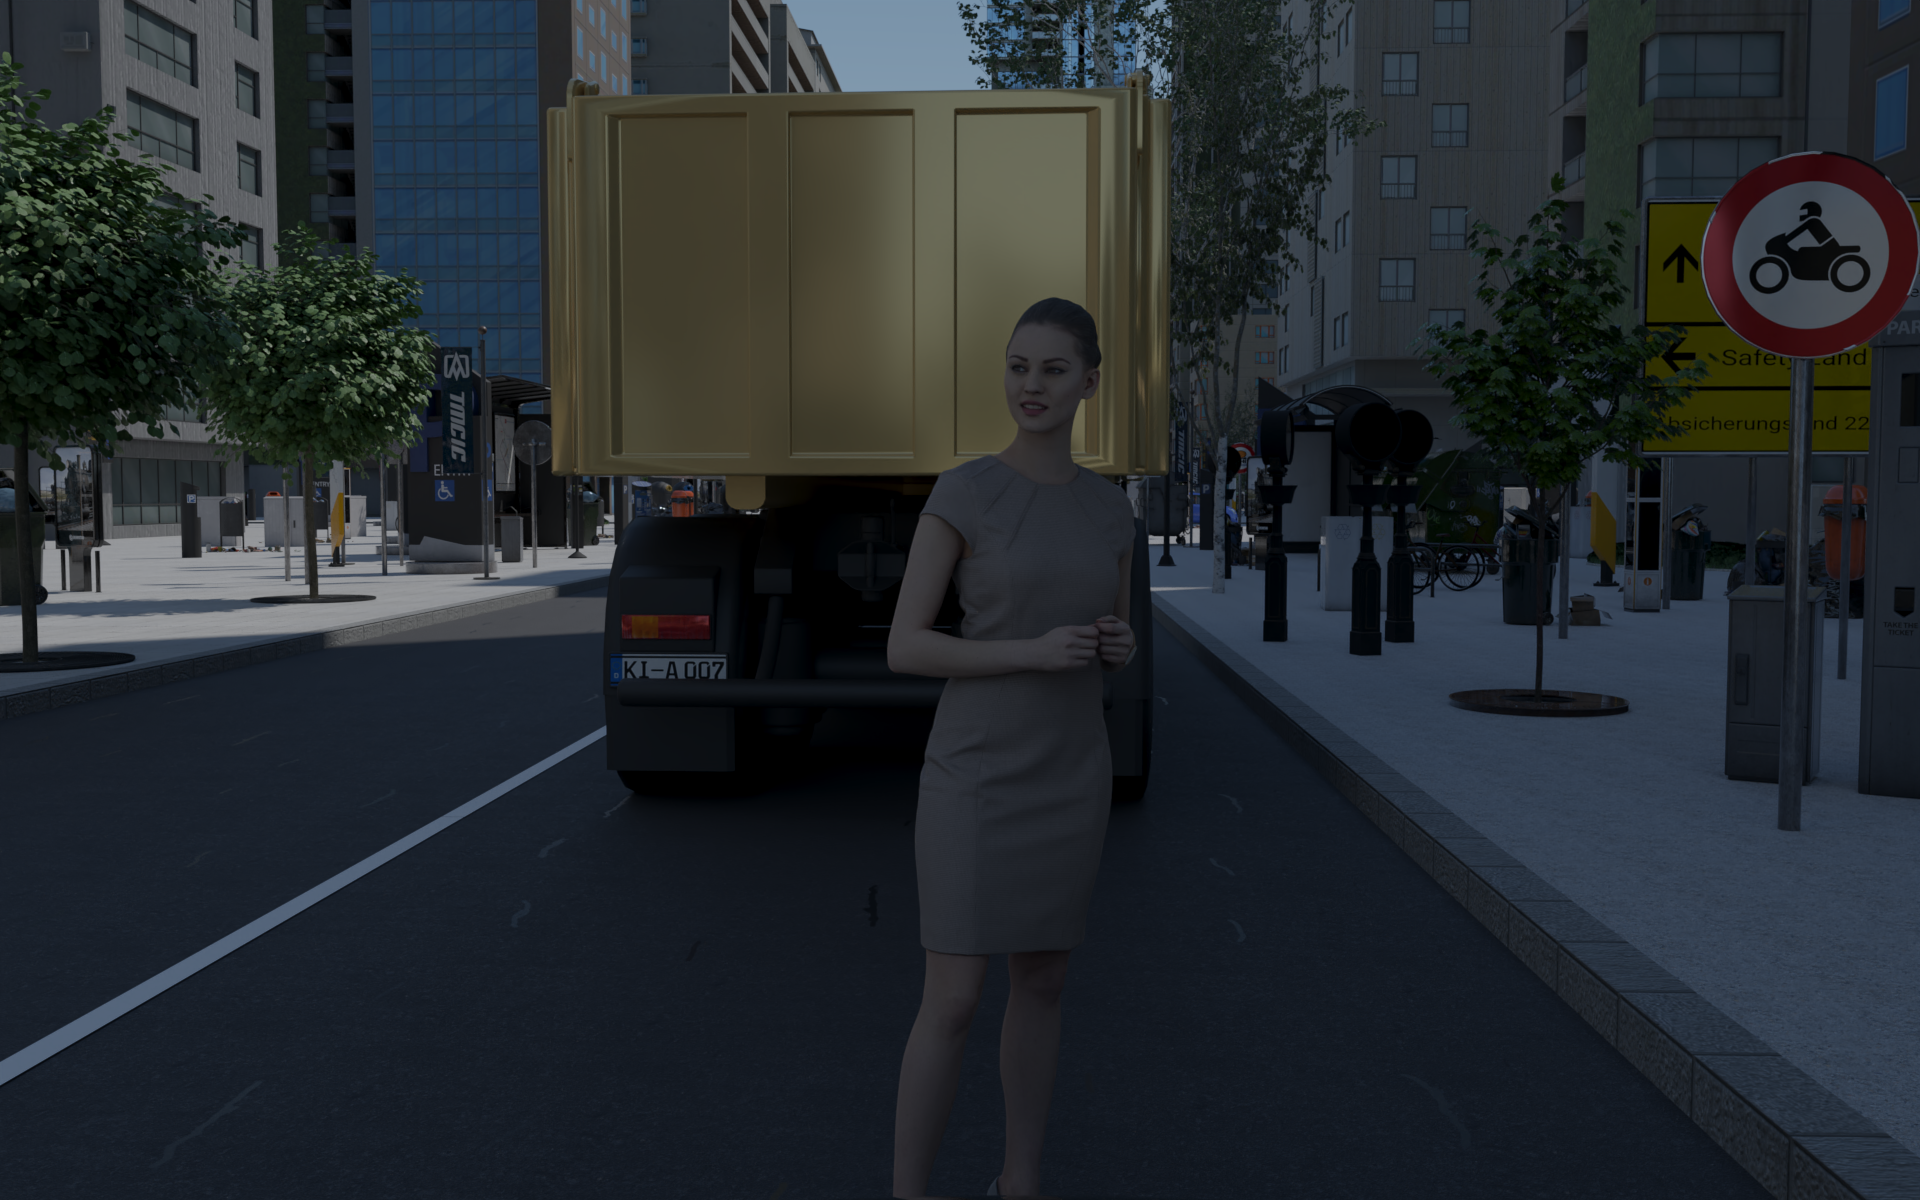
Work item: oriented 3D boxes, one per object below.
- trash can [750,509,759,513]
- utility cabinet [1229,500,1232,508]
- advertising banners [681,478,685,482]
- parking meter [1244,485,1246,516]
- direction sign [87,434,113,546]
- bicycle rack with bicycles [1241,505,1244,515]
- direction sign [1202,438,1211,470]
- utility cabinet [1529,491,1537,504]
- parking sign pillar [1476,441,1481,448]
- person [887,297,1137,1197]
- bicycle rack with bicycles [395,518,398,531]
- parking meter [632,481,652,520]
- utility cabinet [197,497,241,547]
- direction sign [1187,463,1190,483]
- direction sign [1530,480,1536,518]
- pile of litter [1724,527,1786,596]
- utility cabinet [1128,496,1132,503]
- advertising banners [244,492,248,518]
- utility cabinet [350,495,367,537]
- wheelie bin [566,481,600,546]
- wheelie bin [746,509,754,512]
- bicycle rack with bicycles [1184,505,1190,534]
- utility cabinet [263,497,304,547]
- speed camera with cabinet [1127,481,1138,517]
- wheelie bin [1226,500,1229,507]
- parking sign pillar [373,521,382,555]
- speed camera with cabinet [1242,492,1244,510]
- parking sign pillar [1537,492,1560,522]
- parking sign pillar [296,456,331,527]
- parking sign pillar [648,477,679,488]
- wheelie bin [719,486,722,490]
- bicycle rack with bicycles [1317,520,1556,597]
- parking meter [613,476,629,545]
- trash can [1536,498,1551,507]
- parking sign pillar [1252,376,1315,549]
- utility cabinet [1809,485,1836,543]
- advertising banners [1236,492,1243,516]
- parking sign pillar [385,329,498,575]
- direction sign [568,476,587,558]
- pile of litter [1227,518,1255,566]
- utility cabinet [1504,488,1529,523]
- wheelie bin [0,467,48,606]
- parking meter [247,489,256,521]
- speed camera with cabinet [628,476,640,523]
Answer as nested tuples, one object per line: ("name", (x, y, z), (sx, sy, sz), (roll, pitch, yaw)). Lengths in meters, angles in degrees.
("trash can", (-13.887, -6.448, 117.071), (0.748, 1.137, 0.748), (0, 3, 0))
("utility cabinet", (12.583, -4.423, 83.473), (1.020, 1.237, 0.306), (2, 4, 35))
("advertising banners", (-13.738, -5.606, 87.844), (0.090, 3.025, 2.074), (-2, 4, -32))
("parking meter", (16.516, -5.729, 99.387), (0.255, 1.863, 0.399), (3, 5, 39))
("direction sign", (-21.411, -3.128, 43.147), (0.379, 3.537, 0.876), (1, 4, 15))
("bicycle rack with bicycles", (18.678, -5.635, 105.516), (2.852, 0.926, 2.925), (-3, 5, -45))
("direction sign", (9.957, -4.770, 69.979), (0.379, 3.537, 0.876), (-1, 4, -13))
("utility cabinet", (23.011, -3.731, 69.686), (0.318, 1.500, 1.173), (-2, 4, -26))
("parking sign pillar", (25.211, -5.964, 85.976), (1.447, 3.967, 1.447), (1, 4, 23))
("person", (0.108, 0.351, 3.098), (0.599, 1.781, 0.374), (-2, 4, -27))
("bicycle rack with bicycles", (-16.645, -2.635, 56.469), (2.925, 0.926, 2.852), (3, 5, 42))
("parking meter", (-5.934, -1.463, 32.335), (0.372, 1.533, 0.369), (0, 3, 0))
("utility cabinet", (-18.196, -1.916, 42.484), (1.020, 1.237, 0.306), (0, 4, 3))
("direction sign", (17.068, -8.262, 127.088), (0.876, 3.537, 0.379), (1, 4, 20))
("direction sign", (6.762, -1.738, 20.409), (0.379, 3.537, 0.876), (0, 4, -4))
("pile of litter", (10.505, -0.488, 21.945), (1.719, 0.858, 1.176), (0, 4, 4))
("utility cabinet", (4.757, -2.574, 53.249), (1.020, 1.237, 0.306), (1, 4, 17))
("advertising banners", (-36.398, -5.554, 86.989), (0.090, 3.025, 2.074), (1, 4, 12))
("utility cabinet", (-18.199, -2.490, 51.865), (0.306, 1.237, 1.020), (1, 4, 14))
("wheelie bin", (-9.370, -2.145, 42.983), (0.980, 1.594, 0.693), (2, 4, 29))
("wheelie bin", (-15.095, -7.159, 124.951), (0.693, 1.594, 0.980), (2, 4, 34))
("bicycle rack with bicycles", (7.517, -2.614, 56.129), (2.852, 0.926, 2.925), (0, 4, 6))
("utility cabinet", (-16.384, -1.897, 42.176), (1.020, 1.237, 0.306), (-1, 4, -10))
("speed camera with cabinet", (6.271, -4.334, 65.196), (0.660, 3.252, 2.038), (0, 4, -6))
("wheelie bin", (12.423, -4.549, 82.290), (0.980, 1.594, 0.693), (-3, 4, -38))
("parking sign pillar", (-11.714, -2.959, 36.849), (1.447, 3.967, 1.447), (-2, 4, -24))
("speed camera with cabinet", (23.599, -9.058, 142.438), (2.038, 3.252, 0.660), (0, 4, 6))
("parking sign pillar", (23.112, -4.818, 67.242), (1.447, 3.967, 1.447), (0, 4, -1))
("parking sign pillar", (-25.199, -4.843, 67.660), (1.447, 3.967, 1.447), (-2, 4, -33))
("parking sign pillar", (-11.191, -4.703, 65.367), (1.447, 3.967, 1.447), (3, 4, 37))
("wheelie bin", (-9.704, -3.818, 70.329), (0.693, 1.594, 0.980), (-1, 4, -14))
("bicycle rack with bicycles", (5.972, -0.583, 22.921), (2.852, 0.926, 2.925), (-3, 4, -39))
("parking meter", (-8.574, -2.332, 43.836), (0.255, 1.863, 0.399), (1, 4, 14))
("trash can", (21.193, -3.157, 63.277), (0.748, 1.137, 0.748), (0, 3, 0))
("parking sign pillar", (7.382, -3.115, 39.400), (1.447, 3.967, 1.447), (2, 4, 25))
("utility cabinet", (20.285, -1.943, 40.449), (1.173, 1.500, 0.318), (-1, 4, -16))
("advertising banners", (14.688, -6.117, 96.205), (2.074, 3.025, 0.090), (1, 4, 9))
("parking sign pillar", (-8.297, -2.428, 28.163), (1.447, 3.967, 1.447), (1, 4, 12))
("direction sign", (-7.656, -2.603, 34.551), (0.876, 3.537, 0.379), (-2, 4, -32))
("pile of litter", (5.193, -1.077, 31.582), (1.176, 0.858, 1.719), (2, 4, 23))
("utility cabinet", (19.287, -3.191, 60.844), (0.318, 1.500, 1.173), (-3, 4, -36))
("wheelie bin", (-11.002, -0.742, 20.038), (0.980, 1.594, 0.693), (3, 5, 40))
("parking meter", (-34.184, -4.597, 83.569), (0.372, 1.533, 0.369), (0, 3, 0))
("speed camera with cabinet", (-9.097, -3.235, 47.233), (0.660, 3.252, 2.038), (-1, 4, -13))
